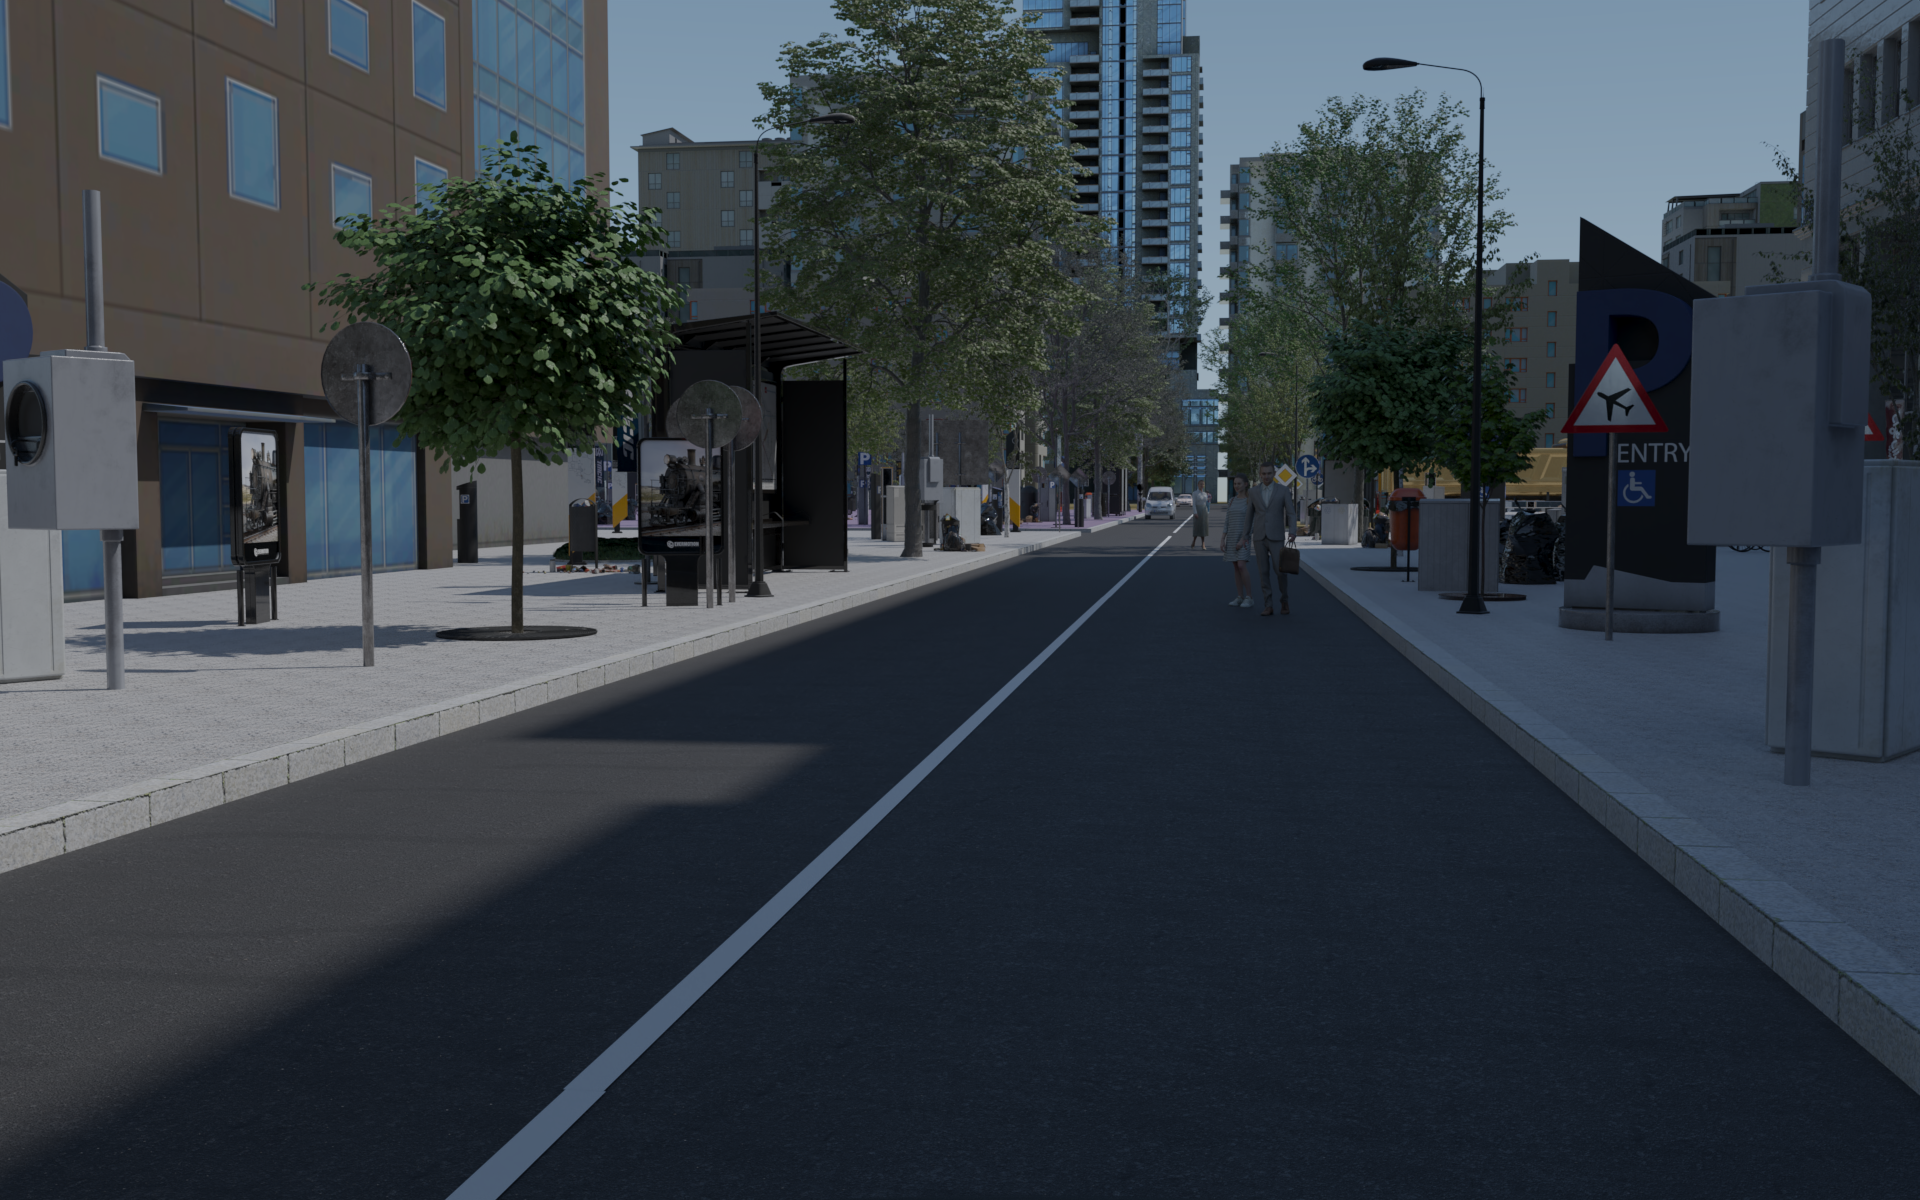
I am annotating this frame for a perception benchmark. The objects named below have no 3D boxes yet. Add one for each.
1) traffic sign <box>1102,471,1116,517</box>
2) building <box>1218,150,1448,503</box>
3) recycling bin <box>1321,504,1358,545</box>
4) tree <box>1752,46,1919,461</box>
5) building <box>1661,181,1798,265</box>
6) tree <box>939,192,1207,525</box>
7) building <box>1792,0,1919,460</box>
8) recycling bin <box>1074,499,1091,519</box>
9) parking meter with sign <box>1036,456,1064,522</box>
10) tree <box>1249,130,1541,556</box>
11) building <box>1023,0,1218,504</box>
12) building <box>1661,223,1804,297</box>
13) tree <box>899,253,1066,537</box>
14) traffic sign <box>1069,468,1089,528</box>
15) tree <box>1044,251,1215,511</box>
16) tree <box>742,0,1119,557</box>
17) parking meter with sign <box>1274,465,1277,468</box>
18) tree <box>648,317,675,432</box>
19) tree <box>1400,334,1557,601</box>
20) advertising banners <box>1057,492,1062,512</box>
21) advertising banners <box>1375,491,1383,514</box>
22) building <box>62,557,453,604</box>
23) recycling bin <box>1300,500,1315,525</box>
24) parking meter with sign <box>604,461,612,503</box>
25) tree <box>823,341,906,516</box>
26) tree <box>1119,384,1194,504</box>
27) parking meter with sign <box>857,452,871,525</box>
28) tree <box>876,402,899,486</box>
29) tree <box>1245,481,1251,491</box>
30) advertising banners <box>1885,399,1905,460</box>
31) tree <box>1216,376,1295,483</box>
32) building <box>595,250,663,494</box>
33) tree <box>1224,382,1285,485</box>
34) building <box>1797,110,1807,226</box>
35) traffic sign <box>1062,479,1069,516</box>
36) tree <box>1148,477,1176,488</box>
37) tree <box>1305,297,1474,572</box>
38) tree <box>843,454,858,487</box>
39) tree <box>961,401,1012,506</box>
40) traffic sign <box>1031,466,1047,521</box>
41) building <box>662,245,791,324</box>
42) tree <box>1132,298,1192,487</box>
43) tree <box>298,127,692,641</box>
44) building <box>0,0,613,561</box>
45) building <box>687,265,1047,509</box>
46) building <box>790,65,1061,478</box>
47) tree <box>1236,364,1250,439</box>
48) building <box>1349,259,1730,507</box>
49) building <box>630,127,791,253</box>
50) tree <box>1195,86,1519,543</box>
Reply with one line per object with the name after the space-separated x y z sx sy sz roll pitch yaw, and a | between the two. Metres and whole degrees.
8.259 -5.876 96.171 0.768 2.556 0.104 1 4 13 | traffic sign
51.510 -38.034 241.458 30.456 49.044 23.786 1 4 8 | building
9.659 -1.927 44.056 0.722 1.027 0.722 2 4 34 | recycling bin
15.082 -4.723 27.585 4.360 8.622 3.978 0 3 0 | tree
101.381 -33.367 229.142 14.086 41.232 14.154 1 4 8 | building
4.295 -9.856 71.511 12.009 13.543 11.850 0 3 0 | tree
24.375 -15.311 27.821 11.434 29.767 29.804 1 4 8 | building
6.402 -4.781 90.725 0.722 1.027 0.722 1 4 22 | recycling bin
4.085 -5.136 80.240 0.543 3.016 1.738 -2 4 -34 | parking meter with sign
9.230 -5.198 35.342 4.737 8.622 4.395 0 3 0 | tree
21.028 -56.976 244.221 31.000 86.520 22.319 1 4 8 | building
85.137 -25.512 188.825 14.107 30.474 14.160 1 4 8 | building
1.245 -6.142 50.789 4.360 8.622 3.978 0 3 0 | tree
4.499 -3.800 65.768 0.795 2.450 0.064 1 4 8 | traffic sign
12.854 -16.994 133.740 12.611 20.169 13.585 0 3 0 | tree
-0.553 -7.153 35.084 7.486 12.596 7.792 0 3 0 | tree
18.827 -6.577 103.795 0.543 3.016 1.738 0 4 4 | parking meter with sign
-11.480 -7.414 71.583 4.360 8.622 3.978 0 3 0 | tree
6.435 -1.613 20.969 1.663 3.219 1.824 0 3 0 | tree
7.033 -7.655 121.345 0.090 3.025 2.074 2 4 24 | advertising banners
23.339 -6.155 96.825 2.074 3.025 0.090 -3 5 -44 | advertising banners
-16.323 -22.822 23.250 14.600 45.320 14.200 1 4 8 | building
14.765 -3.690 72.883 0.722 1.027 0.722 0 4 -5 | recycling bin
-18.231 -5.732 89.975 0.543 3.016 1.738 -1 4 -17 | parking meter with sign
-5.503 -7.994 81.072 4.737 8.622 4.395 0 3 0 | tree
17.879 -15.179 165.184 9.611 12.733 9.660 0 3 0 | tree
-4.054 -4.664 72.512 0.543 3.016 1.738 0 4 -8 | parking meter with sign
-4.234 -10.644 124.397 4.360 8.622 3.978 0 3 0 | tree
28.984 -10.997 174.407 1.663 3.219 1.824 0 3 0 | tree
17.384 -2.147 31.283 0.090 3.025 2.074 -1 4 -9 | advertising banners
28.393 -15.165 166.068 7.486 12.596 7.792 0 3 0 | tree
-40.070 -26.596 206.546 14.107 30.474 14.160 1 4 8 | building
18.619 -9.609 107.467 4.360 8.622 3.978 0 3 0 | tree
98.987 -32.721 185.099 14.200 45.320 14.600 1 4 8 | building
6.129 -6.307 103.223 0.768 2.556 0.104 1 4 12 | traffic sign
23.477 -13.416 203.063 4.285 4.588 4.351 0 3 0 | tree
7.296 -2.771 29.012 4.285 4.588 4.351 0 3 0 | tree
-9.604 -11.581 139.716 4.360 8.622 3.978 0 3 0 | tree
2.022 -10.893 128.459 4.737 8.622 4.395 0 3 0 | tree
3.607 -4.842 79.279 0.768 2.556 0.104 1 4 15 | traffic sign
-25.896 -26.541 205.650 14.107 30.474 14.160 1 4 8 | building
6.728 -10.274 86.104 7.486 12.596 7.792 0 3 0 | tree
-4.111 -1.952 15.626 4.285 4.588 4.351 0 3 0 | tree
-17.766 -23.945 41.606 14.200 45.320 14.600 1 4 8 | building
-7.196 -19.158 158.264 27.650 21.520 28.899 1 4 8 | building
-4.193 -35.276 196.370 30.456 49.044 23.786 1 4 8 | building
14.551 -7.738 76.872 4.737 8.622 4.395 0 3 0 | tree
50.768 -19.073 156.890 27.650 21.520 28.899 1 4 8 | building
-30.470 -40.771 255.840 27.495 52.752 28.713 1 4 8 | building
10.458 -7.305 45.190 9.928 11.665 9.643 0 3 0 | tree
